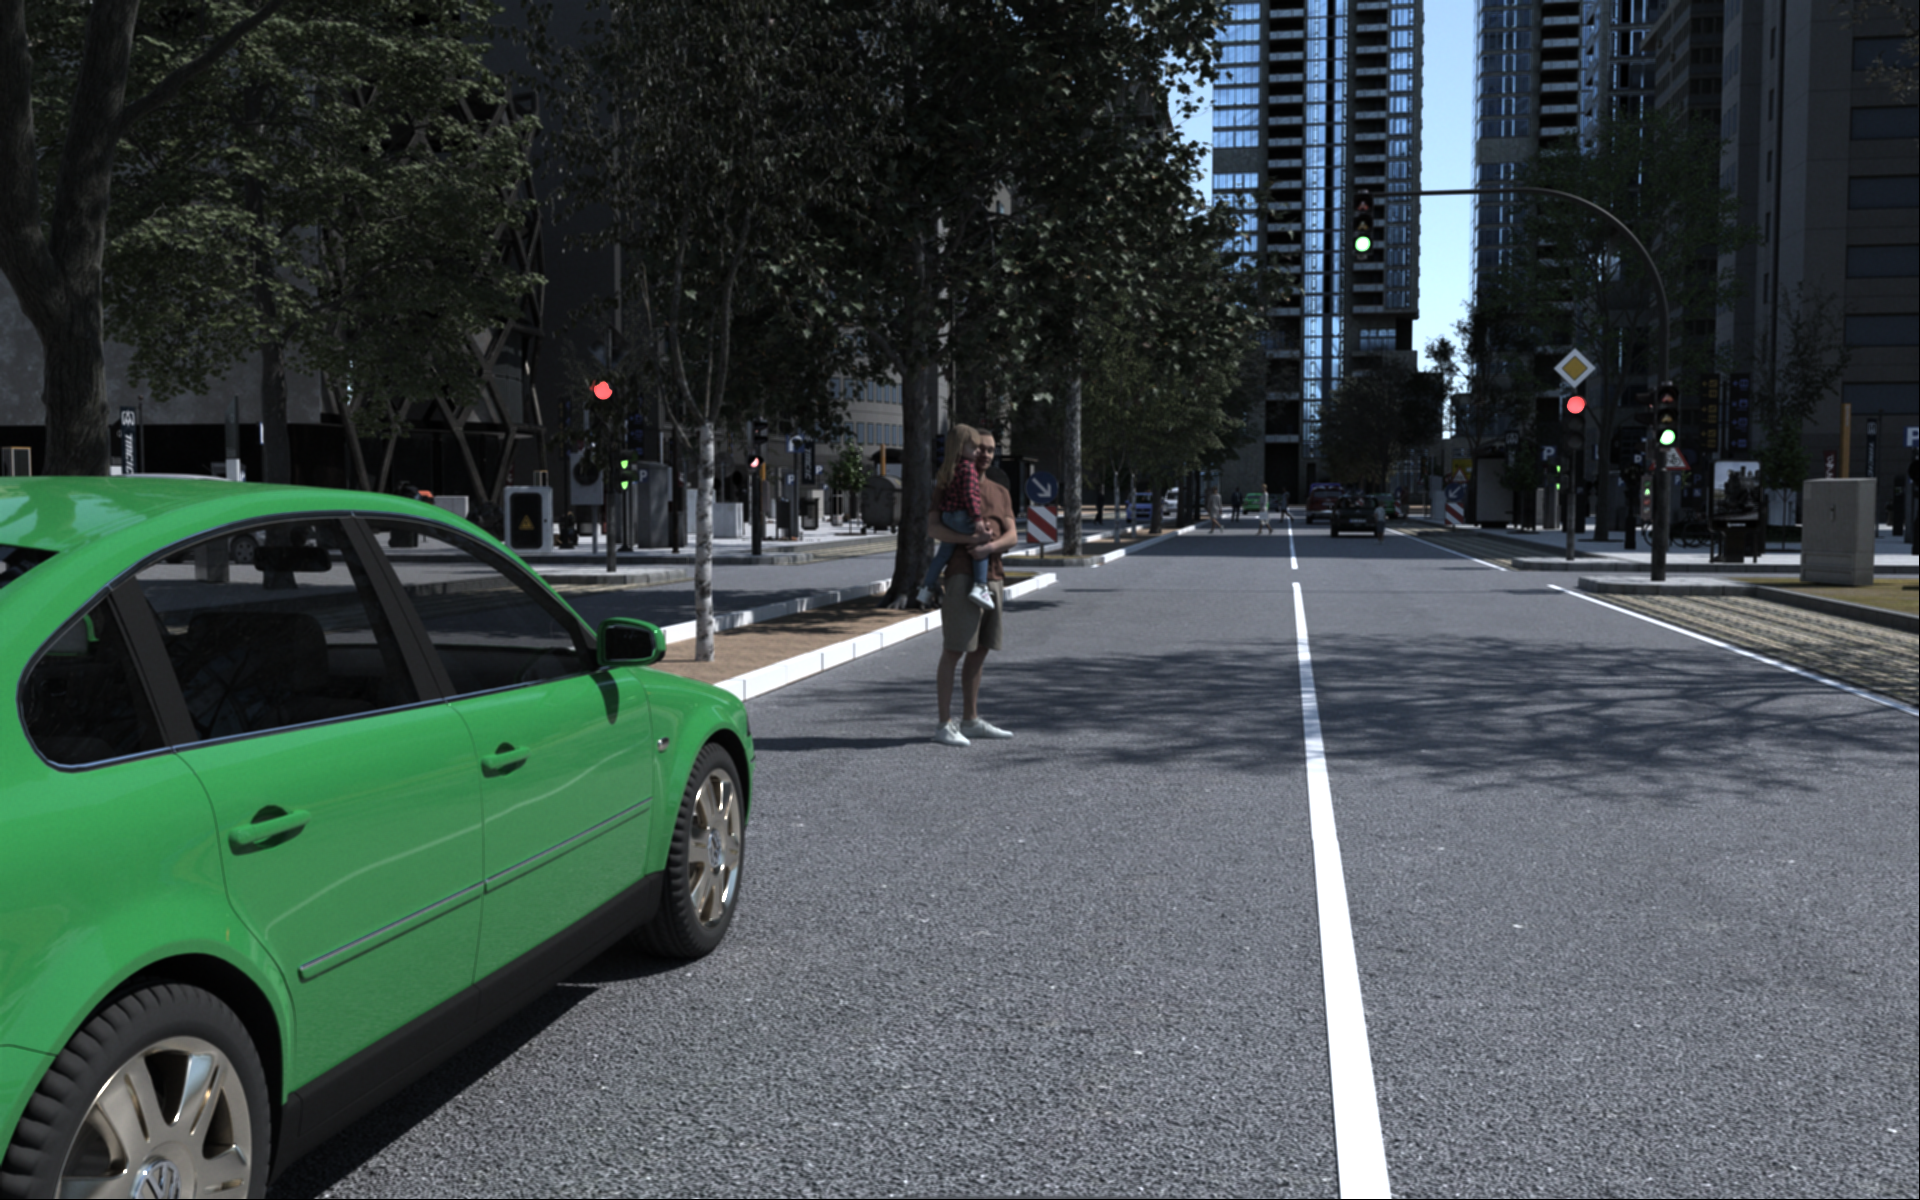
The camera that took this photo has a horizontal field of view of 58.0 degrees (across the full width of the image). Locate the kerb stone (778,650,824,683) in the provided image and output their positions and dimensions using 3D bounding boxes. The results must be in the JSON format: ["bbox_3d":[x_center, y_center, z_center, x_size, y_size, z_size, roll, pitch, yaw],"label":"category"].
[{"bbox_3d":[-1.269,0.532,13.492,0.120,0.150,1.000,1,4,11],"label":"kerb stone"}]

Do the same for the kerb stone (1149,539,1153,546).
[{"bbox_3d":[5.098,-1.533,47.252,0.120,0.150,1.000,1,4,11],"label":"kerb stone"}]

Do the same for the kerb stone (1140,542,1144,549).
[{"bbox_3d":[4.532,-1.348,44.238,0.120,0.150,1.000,1,4,11],"label":"kerb stone"}]

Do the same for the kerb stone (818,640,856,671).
[{"bbox_3d":[-1.072,0.471,14.498,0.120,0.150,1.000,1,4,11],"label":"kerb stone"}]

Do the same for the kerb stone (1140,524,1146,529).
[{"bbox_3d":[7.403,-2.967,70.801,0.120,0.150,1.000,1,4,11],"label":"kerb stone"}]

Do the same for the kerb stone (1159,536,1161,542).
[{"bbox_3d":[5.668,-1.717,50.273,0.120,0.150,1.000,1,4,11],"label":"kerb stone"}]

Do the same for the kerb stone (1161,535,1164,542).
[{"bbox_3d":[5.858,-1.779,51.283,0.120,0.150,1.000,1,4,11],"label":"kerb stone"}]

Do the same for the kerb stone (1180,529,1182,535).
[{"bbox_3d":[7.570,-2.333,60.336,0.120,0.150,1.000,1,4,11],"label":"kerb stone"}]

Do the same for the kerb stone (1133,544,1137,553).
[{"bbox_3d":[4.154,-1.225,42.225,0.120,0.150,1.000,1,4,11],"label":"kerb stone"}]

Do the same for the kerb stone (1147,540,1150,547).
[{"bbox_3d":[4.908,-1.471,46.248,0.120,0.150,1.000,1,4,11],"label":"kerb stone"}]

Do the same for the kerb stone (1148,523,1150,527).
[{"bbox_3d":[7.781,-3.097,72.826,0.120,0.150,1.000,1,4,11],"label":"kerb stone"}]

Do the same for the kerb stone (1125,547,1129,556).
[{"bbox_3d":[3.768,-1.102,40.210,0.120,0.150,1.000,1,4,11],"label":"kerb stone"}]

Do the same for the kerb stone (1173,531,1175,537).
[{"bbox_3d":[6.806,-2.087,56.310,0.120,0.150,1.000,1,4,11],"label":"kerb stone"}]

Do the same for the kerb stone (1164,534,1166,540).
[{"bbox_3d":[6.054,-1.839,52.287,0.120,0.150,1.000,1,4,11],"label":"kerb stone"}]

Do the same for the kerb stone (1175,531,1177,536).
[{"bbox_3d":[7.000,-2.147,57.323,0.120,0.150,1.000,1,4,11],"label":"kerb stone"}]

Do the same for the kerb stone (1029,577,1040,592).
[{"bbox_3d":[1.017,-0.205,25.585,0.120,0.150,1.000,1,4,11],"label":"kerb stone"}]

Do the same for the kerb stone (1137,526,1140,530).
[{"bbox_3d":[6.835,-2.786,67.786,0.120,0.150,1.000,1,4,11],"label":"kerb stone"}]

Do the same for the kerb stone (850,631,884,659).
[{"bbox_3d":[-0.878,0.413,15.505,0.120,0.150,1.000,1,4,11],"label":"kerb stone"}]

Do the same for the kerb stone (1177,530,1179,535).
[{"bbox_3d":[7.184,-2.210,58.328,0.120,0.150,1.000,1,4,11],"label":"kerb stone"}]

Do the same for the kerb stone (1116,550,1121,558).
[{"bbox_3d":[3.385,-0.977,38.179,0.120,0.150,1.000,1,4,11],"label":"kerb stone"}]

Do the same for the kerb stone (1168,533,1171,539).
[{"bbox_3d":[6.428,-1.963,54.297,0.120,0.150,1.000,1,4,11],"label":"kerb stone"}]

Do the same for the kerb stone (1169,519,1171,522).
[{"bbox_3d":[10.254,-3.895,85.931,0.120,0.150,1.000,1,4,11],"label":"kerb stone"}]

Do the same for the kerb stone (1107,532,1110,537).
[{"bbox_3d":[4.733,-2.110,56.695,0.120,0.150,1.000,1,4,11],"label":"kerb stone"}]

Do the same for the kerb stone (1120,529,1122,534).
[{"bbox_3d":[5.499,-2.357,60.726,0.120,0.150,1.000,1,4,11],"label":"kerb stone"}]

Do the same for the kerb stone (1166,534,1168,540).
[{"bbox_3d":[6.234,-1.900,53.293,0.120,0.150,1.000,1,4,11],"label":"kerb stone"}]

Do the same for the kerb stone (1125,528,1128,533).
[{"bbox_3d":[5.883,-2.479,62.743,0.120,0.150,1.000,1,4,11],"label":"kerb stone"}]

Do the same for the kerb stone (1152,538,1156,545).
[{"bbox_3d":[5.289,-1.593,48.256,0.120,0.150,1.000,1,4,11],"label":"kerb stone"}]

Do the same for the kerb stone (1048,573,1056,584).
[{"bbox_3d":[1.400,-0.327,27.594,0.120,0.150,1.000,1,4,11],"label":"kerb stone"}]

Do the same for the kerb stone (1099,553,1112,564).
[{"bbox_3d":[3.011,-0.854,36.163,0.120,0.150,1.000,1,4,11],"label":"kerb stone"}]

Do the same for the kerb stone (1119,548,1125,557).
[{"bbox_3d":[3.578,-1.040,39.193,0.120,0.150,1.000,1,4,11],"label":"kerb stone"}]

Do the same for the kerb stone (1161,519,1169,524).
[{"bbox_3d":[10.054,-3.836,84.919,0.120,0.150,1.000,1,4,11],"label":"kerb stone"}]

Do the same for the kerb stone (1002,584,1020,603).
[{"bbox_3d":[0.645,-0.084,23.574,0.120,0.150,1.000,1,4,11],"label":"kerb stone"}]

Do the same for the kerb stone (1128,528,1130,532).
[{"bbox_3d":[6.074,-2.542,63.762,0.120,0.150,1.000,1,4,11],"label":"kerb stone"}]

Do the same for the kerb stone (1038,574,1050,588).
[{"bbox_3d":[1.211,-0.269,26.588,0.120,0.150,1.000,1,4,11],"label":"kerb stone"}]

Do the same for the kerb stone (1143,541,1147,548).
[{"bbox_3d":[4.721,-1.401,45.243,0.120,0.150,1.000,1,4,11],"label":"kerb stone"}]

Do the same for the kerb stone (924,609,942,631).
[{"bbox_3d":[-0.305,0.223,18.544,0.120,0.150,1.000,1,4,11],"label":"kerb stone"}]

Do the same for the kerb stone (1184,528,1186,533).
[{"bbox_3d":[7.944,-2.454,62.357,0.120,0.150,1.000,1,4,11],"label":"kerb stone"}]

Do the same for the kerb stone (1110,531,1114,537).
[{"bbox_3d":[4.939,-2.169,57.704,0.120,0.150,1.000,1,4,11],"label":"kerb stone"}]

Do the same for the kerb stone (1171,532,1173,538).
[{"bbox_3d":[6.616,-2.025,55.304,0.120,0.150,1.000,1,4,11],"label":"kerb stone"}]

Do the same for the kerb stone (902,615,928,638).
[{"bbox_3d":[-0.508,0.285,17.532,0.120,0.150,1.000,1,4,11],"label":"kerb stone"}]

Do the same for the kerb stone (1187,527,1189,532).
[{"bbox_3d":[8.322,-2.580,64.374,0.120,0.150,1.000,1,4,11],"label":"kerb stone"}]

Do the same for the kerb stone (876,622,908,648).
[{"bbox_3d":[-0.686,0.347,16.525,0.120,0.150,1.000,1,4,11],"label":"kerb stone"}]

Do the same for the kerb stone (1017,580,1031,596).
[{"bbox_3d":[0.834,-0.146,24.579,0.120,0.150,1.000,1,4,11],"label":"kerb stone"}]

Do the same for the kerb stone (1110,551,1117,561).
[{"bbox_3d":[3.202,-0.915,37.167,0.120,0.150,1.000,1,4,11],"label":"kerb stone"}]

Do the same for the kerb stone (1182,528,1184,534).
[{"bbox_3d":[7.753,-2.390,61.346,0.120,0.150,1.000,1,4,11],"label":"kerb stone"}]

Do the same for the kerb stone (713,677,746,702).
[{"bbox_3d":[-1.643,0.657,11.473,0.120,0.150,1.000,1,4,11],"label":"kerb stone"}]

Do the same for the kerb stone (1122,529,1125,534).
[{"bbox_3d":[5.698,-2.419,61.738,0.120,0.150,1.000,1,4,11],"label":"kerb stone"}]

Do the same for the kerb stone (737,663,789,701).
[{"bbox_3d":[-1.452,0.594,12.478,0.120,0.150,1.000,1,4,11],"label":"kerb stone"}]

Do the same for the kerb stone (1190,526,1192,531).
[{"bbox_3d":[8.704,-2.704,66.399,0.120,0.150,1.000,1,4,11],"label":"kerb stone"}]

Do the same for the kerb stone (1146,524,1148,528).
[{"bbox_3d":[7.592,-3.035,71.820,0.120,0.150,1.000,1,4,11],"label":"kerb stone"}]

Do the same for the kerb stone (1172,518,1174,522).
[{"bbox_3d":[10.627,-4.021,87.945,0.120,0.150,1.000,1,4,11],"label":"kerb stone"}]

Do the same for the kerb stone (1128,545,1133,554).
[{"bbox_3d":[3.959,-1.163,41.219,0.120,0.150,1.000,1,4,11],"label":"kerb stone"}]

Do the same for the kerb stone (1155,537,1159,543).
[{"bbox_3d":[5.478,-1.655,49.261,0.120,0.150,1.000,1,4,11],"label":"kerb stone"}]

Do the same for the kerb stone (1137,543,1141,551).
[{"bbox_3d":[4.350,-1.287,43.231,0.120,0.150,1.000,1,4,11],"label":"kerb stone"}]
